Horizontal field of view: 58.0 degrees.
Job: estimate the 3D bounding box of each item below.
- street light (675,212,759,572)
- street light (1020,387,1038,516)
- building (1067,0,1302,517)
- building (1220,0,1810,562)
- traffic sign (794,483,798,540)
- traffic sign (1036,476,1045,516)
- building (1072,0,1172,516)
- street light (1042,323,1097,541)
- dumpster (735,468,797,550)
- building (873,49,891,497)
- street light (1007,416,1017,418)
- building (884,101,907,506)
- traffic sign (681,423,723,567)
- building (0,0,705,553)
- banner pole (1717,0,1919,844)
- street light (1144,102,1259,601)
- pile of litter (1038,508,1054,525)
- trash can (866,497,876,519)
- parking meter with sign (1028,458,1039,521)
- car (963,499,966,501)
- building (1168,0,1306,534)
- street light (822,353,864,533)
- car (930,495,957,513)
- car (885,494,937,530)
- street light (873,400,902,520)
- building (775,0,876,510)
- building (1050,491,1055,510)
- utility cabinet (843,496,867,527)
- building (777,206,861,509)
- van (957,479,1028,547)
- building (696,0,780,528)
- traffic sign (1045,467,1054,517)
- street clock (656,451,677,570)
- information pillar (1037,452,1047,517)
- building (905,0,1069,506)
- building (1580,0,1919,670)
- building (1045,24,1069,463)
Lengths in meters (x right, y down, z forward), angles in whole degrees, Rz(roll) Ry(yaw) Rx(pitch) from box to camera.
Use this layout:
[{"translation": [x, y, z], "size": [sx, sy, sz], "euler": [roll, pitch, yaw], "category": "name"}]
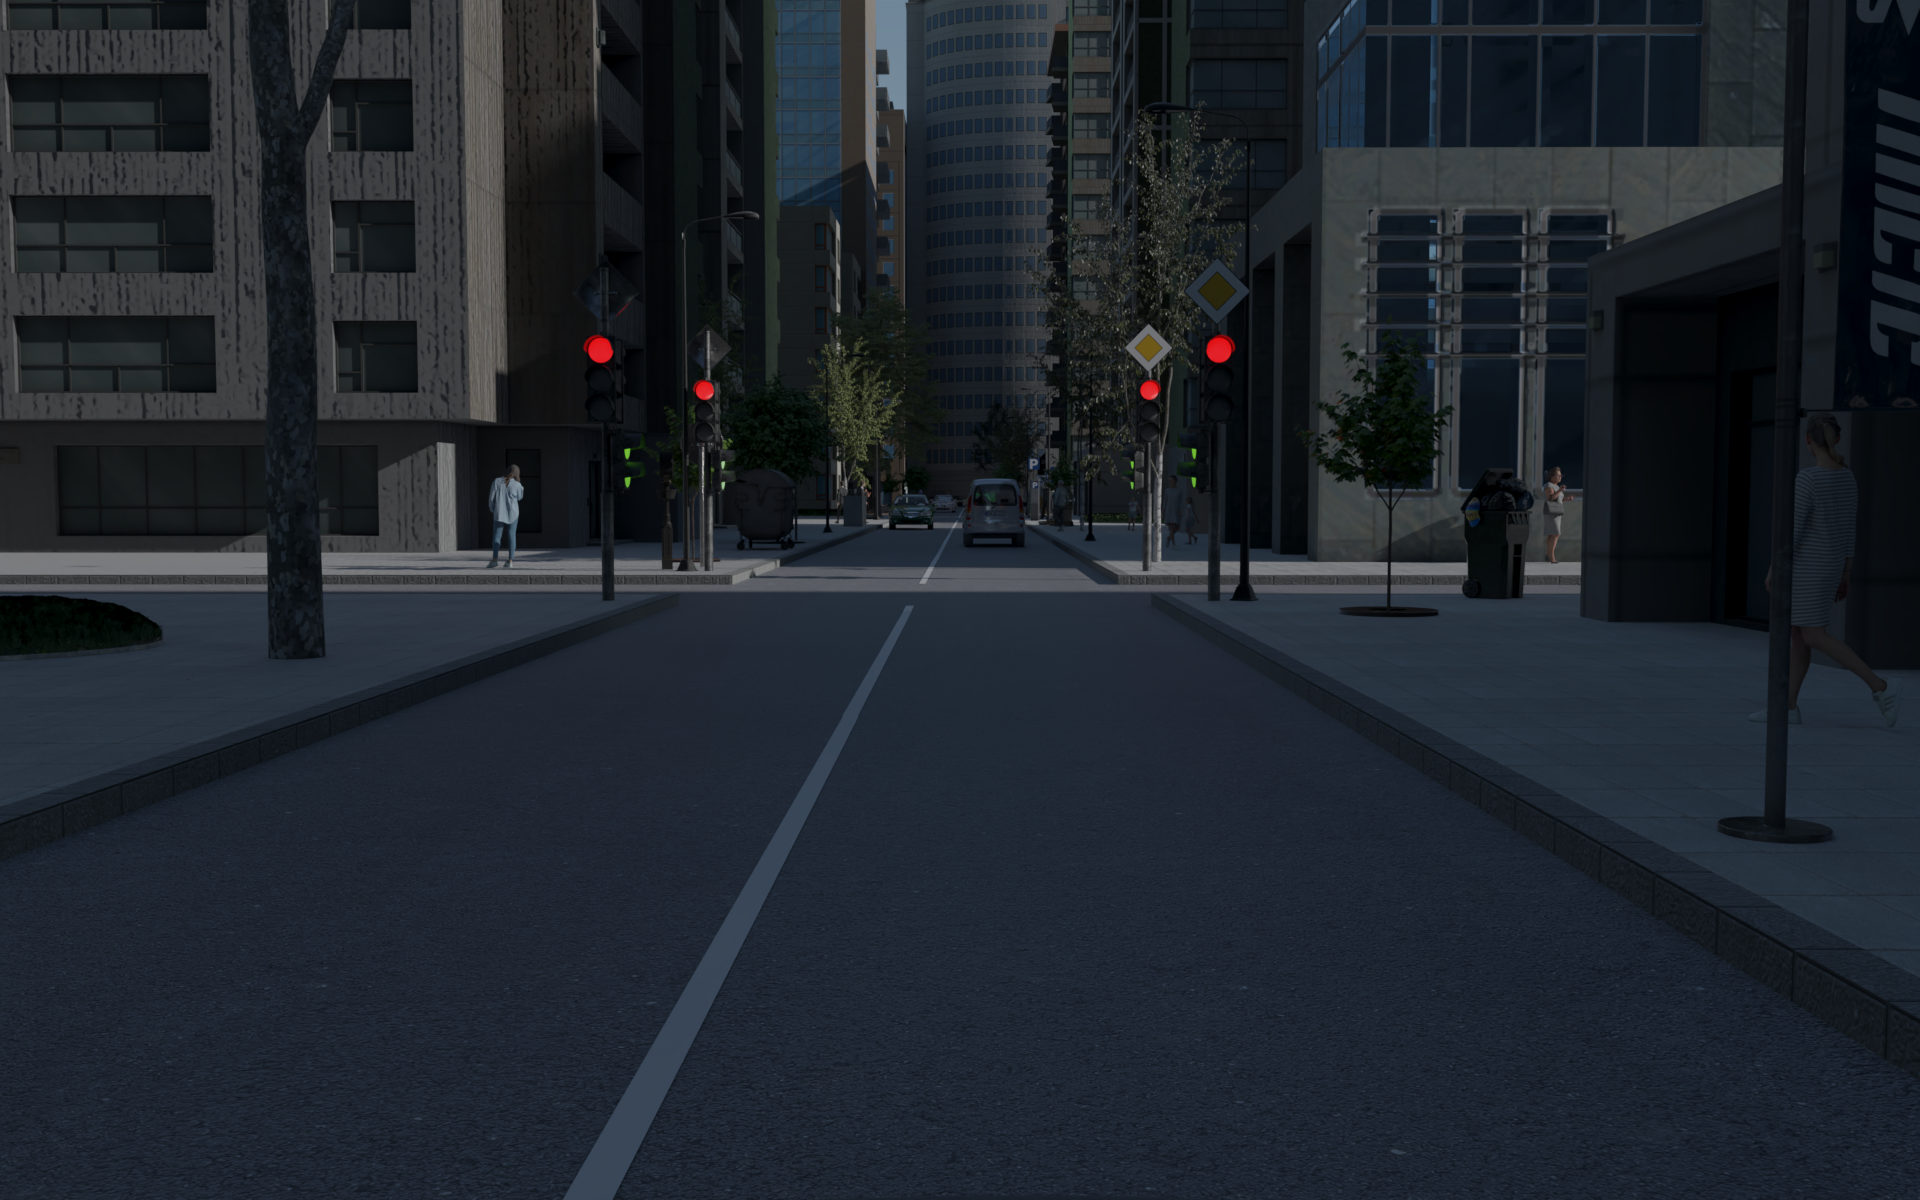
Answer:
[{"translation": [-4.007, -3.431, 28.643], "size": [1.470, 5.913, 1.316], "euler": [0, 4, 0], "category": "street light"}, {"translation": [3.331, -6.290, 75.385], "size": [1.470, 5.913, 1.316], "euler": [0, 4, 0], "category": "street light"}, {"translation": [14.145, -26.433, 115.777], "size": [14.154, 41.232, 14.086], "euler": [0, 4, 0], "category": "building"}, {"translation": [22.313, -44.546, 41.004], "size": [31.000, 86.520, 22.319], "euler": [0, 4, 0], "category": "building"}, {"translation": [-4.554, -2.933, 48.067], "size": [0.768, 2.556, 0.104], "euler": [1, 4, 9], "category": "traffic sign"}, {"translation": [4.454, -5.685, 95.072], "size": [0.606, 2.300, 0.079], "euler": [0, 4, 6], "category": "traffic sign"}, {"translation": [16.932, -39.993, 92.139], "size": [20.563, 71.187, 20.611], "euler": [0, 4, 0], "category": "building"}, {"translation": [3.017, -4.562, 47.127], "size": [1.470, 5.913, 1.316], "euler": [0, 4, 0], "category": "street light"}, {"translation": [-4.496, -2.097, 40.050], "size": [1.264, 1.857, 1.865], "euler": [0, 4, 0], "category": "dumpster"}, {"translation": [-22.081, -33.302, 164.091], "size": [30.456, 49.044, 23.786], "euler": [0, 4, 0], "category": "building"}, {"translation": [3.489, -8.019, 103.644], "size": [1.470, 5.913, 1.316], "euler": [0, 4, 0], "category": "street light"}, {"translation": [-13.198, -33.487, 197.621], "size": [14.200, 45.320, 14.600], "euler": [0, 4, 0], "category": "building"}, {"translation": [-4.539, -1.855, 30.442], "size": [0.768, 2.556, 0.104], "euler": [0, 4, 7], "category": "traffic sign"}, {"translation": [-14.492, -16.584, 42.845], "size": [14.160, 30.474, 14.107], "euler": [0, 4, 0], "category": "building"}, {"translation": [3.307, -1.002, 6.399], "size": [0.863, 3.779, 0.401], "euler": [1, 4, 9], "category": "banner pole"}, {"translation": [2.887, -2.947, 20.723], "size": [1.470, 5.913, 1.316], "euler": [0, 4, 0], "category": "street light"}, {"translation": [3.817, -3.543, 71.889], "size": [1.176, 0.858, 1.719], "euler": [0, 4, 1], "category": "pile of litter"}, {"translation": [-4.563, -4.655, 87.760], "size": [0.748, 1.137, 0.748], "euler": [0, 3, 0], "category": "trash can"}, {"translation": [3.592, -5.358, 83.857], "size": [0.543, 3.016, 1.738], "euler": [0, 4, 0], "category": "parking meter with sign"}, {"translation": [1.178, -6.265, 111.236], "size": [1.959, 1.807, 4.718], "euler": [0, 4, 0], "category": "car"}, {"translation": [14.365, -23.109, 61.435], "size": [14.154, 41.232, 14.086], "euler": [0, 4, 0], "category": "building"}, {"translation": [-3.857, -5.188, 57.361], "size": [1.470, 5.913, 1.316], "euler": [0, 4, 0], "category": "street light"}, {"translation": [-1.275, -7.474, 134.562], "size": [2.083, 1.381, 4.827], "euler": [0, 4, 1], "category": "car"}, {"translation": [-1.995, -3.632, 71.177], "size": [2.131, 1.459, 4.920], "euler": [0, 4, -1], "category": "car"}, {"translation": [-3.586, -6.916, 85.620], "size": [1.470, 5.913, 1.316], "euler": [0, 4, 0], "category": "street light"}, {"translation": [-14.029, -29.925, 139.382], "size": [14.600, 45.320, 14.200], "euler": [0, 4, 0], "category": "building"}, {"translation": [23.518, -27.087, 134.748], "size": [32.217, 40.220, 23.993], "euler": [0, 4, 0], "category": "building"}, {"translation": [-4.155, -3.507, 68.493], "size": [1.020, 1.237, 0.306], "euler": [3, 5, 40], "category": "utility cabinet"}, {"translation": [-21.525, -16.735, 118.650], "size": [27.650, 21.520, 28.899], "euler": [0, 4, 0], "category": "building"}, {"translation": [0.916, -2.519, 48.198], "size": [2.013, 2.044, 4.112], "euler": [0, 4, -1], "category": "van"}, {"translation": [-14.555, -23.301, 64.573], "size": [14.154, 41.232, 14.086], "euler": [0, 4, 0], "category": "building"}, {"translation": [4.319, -4.904, 80.292], "size": [0.768, 2.556, 0.104], "euler": [0, 4, 3], "category": "traffic sign"}, {"translation": [-4.976, -1.518, 29.392], "size": [0.358, 2.002, 0.471], "euler": [-1, 4, -9], "category": "street clock"}, {"translation": [4.558, -6.428, 96.451], "size": [0.504, 3.616, 0.183], "euler": [-1, 4, -9], "category": "information pillar"}, {"translation": [8.025, -40.222, 199.623], "size": [28.212, 58.520, 21.231], "euler": [0, 4, 0], "category": "building"}, {"translation": [16.619, -34.700, 5.601], "size": [20.563, 71.187, 20.611], "euler": [0, 4, 0], "category": "building"}, {"translation": [19.249, -31.008, 161.606], "size": [22.147, 44.769, 28.867], "euler": [0, 4, 0], "category": "building"}]
